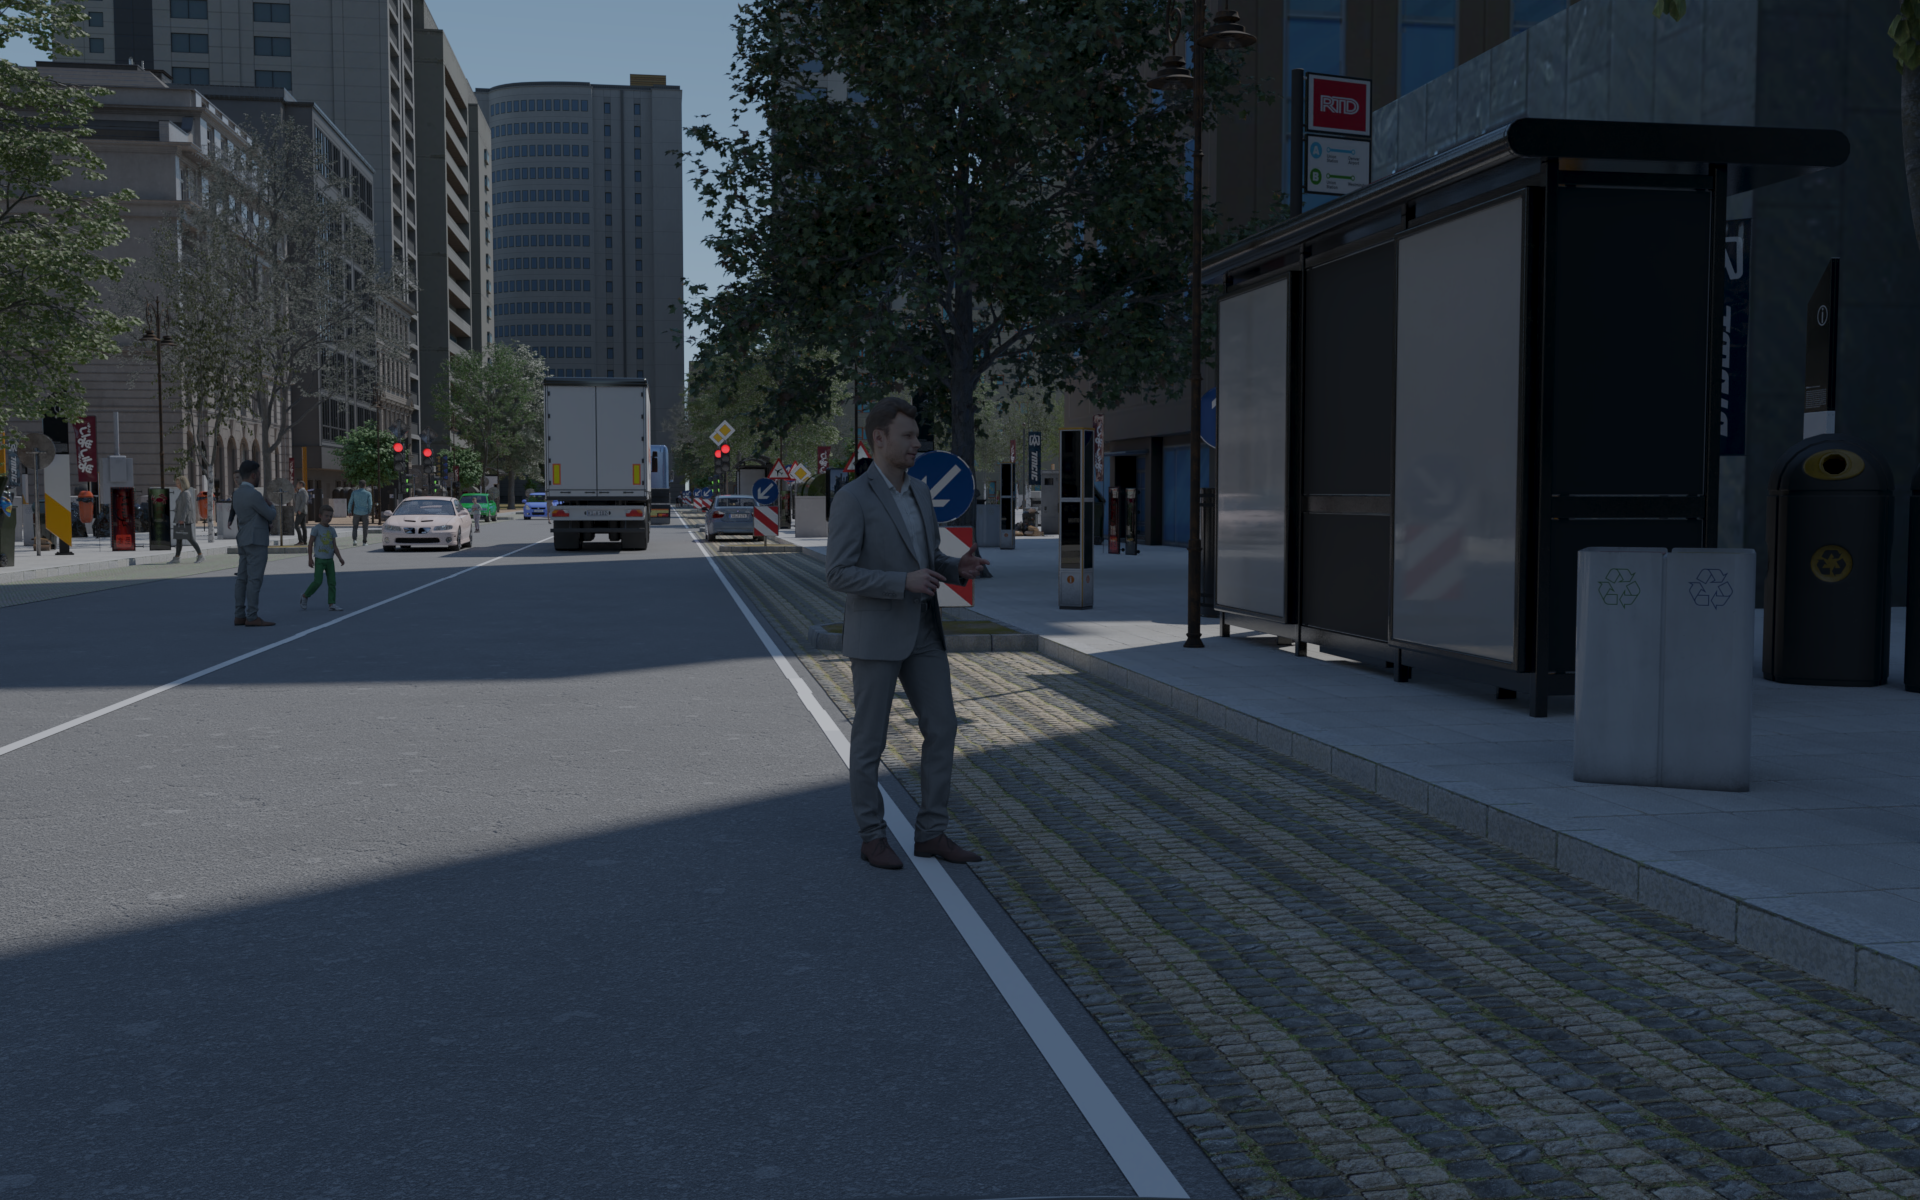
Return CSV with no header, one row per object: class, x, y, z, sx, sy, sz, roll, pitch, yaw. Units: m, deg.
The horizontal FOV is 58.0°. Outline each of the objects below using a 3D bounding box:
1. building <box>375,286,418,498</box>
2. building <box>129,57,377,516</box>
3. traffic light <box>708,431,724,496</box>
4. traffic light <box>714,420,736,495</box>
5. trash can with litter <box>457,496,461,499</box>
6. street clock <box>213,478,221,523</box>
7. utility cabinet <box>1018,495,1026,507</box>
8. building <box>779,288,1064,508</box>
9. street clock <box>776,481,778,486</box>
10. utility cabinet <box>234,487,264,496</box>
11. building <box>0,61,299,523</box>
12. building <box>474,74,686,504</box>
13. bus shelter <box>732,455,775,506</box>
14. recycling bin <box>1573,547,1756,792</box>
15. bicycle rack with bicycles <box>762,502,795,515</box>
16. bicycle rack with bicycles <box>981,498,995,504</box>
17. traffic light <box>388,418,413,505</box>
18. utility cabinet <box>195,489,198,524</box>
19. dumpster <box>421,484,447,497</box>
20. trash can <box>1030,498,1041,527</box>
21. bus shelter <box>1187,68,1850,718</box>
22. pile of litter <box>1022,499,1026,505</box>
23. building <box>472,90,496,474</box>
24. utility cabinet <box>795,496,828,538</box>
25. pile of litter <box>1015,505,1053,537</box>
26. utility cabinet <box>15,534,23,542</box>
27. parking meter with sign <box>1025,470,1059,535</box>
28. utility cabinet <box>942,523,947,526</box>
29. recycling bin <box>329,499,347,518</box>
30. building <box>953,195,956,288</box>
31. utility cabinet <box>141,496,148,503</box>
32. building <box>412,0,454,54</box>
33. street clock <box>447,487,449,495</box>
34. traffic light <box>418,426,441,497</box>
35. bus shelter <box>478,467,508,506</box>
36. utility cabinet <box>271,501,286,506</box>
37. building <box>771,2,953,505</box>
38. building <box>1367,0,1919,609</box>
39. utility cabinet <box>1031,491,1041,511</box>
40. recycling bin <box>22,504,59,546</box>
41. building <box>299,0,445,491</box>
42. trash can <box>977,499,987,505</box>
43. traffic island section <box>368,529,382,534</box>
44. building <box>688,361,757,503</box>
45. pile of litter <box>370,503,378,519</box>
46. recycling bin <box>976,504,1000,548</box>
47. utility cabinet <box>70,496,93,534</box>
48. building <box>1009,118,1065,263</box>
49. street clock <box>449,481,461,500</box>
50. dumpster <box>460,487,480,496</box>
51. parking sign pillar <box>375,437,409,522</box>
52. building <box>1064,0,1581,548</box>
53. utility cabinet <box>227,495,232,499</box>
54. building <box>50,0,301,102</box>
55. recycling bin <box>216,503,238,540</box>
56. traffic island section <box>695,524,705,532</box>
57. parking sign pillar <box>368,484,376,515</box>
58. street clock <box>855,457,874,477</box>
building,-48.179,-16.399,132.745,10.561,19.102,19.286,-1,4,-10
building,-46.440,-19.410,110.854,14.314,27.812,24.014,-1,4,-10
traffic light,-10.254,-5.170,73.458,0.839,4.253,0.868,-1,4,-10
traffic light,-8.904,-4.689,65.587,0.839,4.253,0.868,-1,4,-10
trash can with litter,-32.502,-6.216,113.024,0.624,1.170,1.055,-1,4,-21
street clock,-33.438,-4.490,77.975,0.358,2.002,0.471,-1,4,-21
utility cabinet,5.519,-8.502,150.175,1.020,1.237,0.306,0,4,6
building,-3.722,-20.285,176.705,27.650,21.520,28.899,-1,4,-10
street clock,-9.138,-5.136,88.544,0.471,2.002,0.358,-1,4,-21
utility cabinet,-23.456,-2.966,57.176,0.318,1.500,1.173,1,4,13
building,-42.476,-15.020,87.372,13.314,21.916,24.055,-1,4,-10
building,-53.375,-42.989,244.874,28.212,58.520,21.231,-1,4,-10
bus shelter,-10.769,-5.964,91.438,2.014,3.302,5.546,-1,4,-10
recycling bin,3.202,0.287,7.869,0.722,1.027,0.722,2,4,24
bicycle rack with bicycles,-8.340,-4.017,79.062,2.852,0.926,2.925,-1,4,-15
bicycle rack with bicycles,3.139,-8.375,150.312,2.852,0.926,2.925,0,4,-7
traffic light,-20.543,-4.566,63.582,0.839,4.253,0.868,-1,4,-10
utility cabinet,-33.265,-3.998,74.044,1.173,1.500,0.318,-2,4,-33
dumpster,-30.483,-5.783,100.312,1.264,1.857,1.865,-1,4,-10
trash can,3.093,-3.469,68.369,0.748,1.137,0.748,0,3,0
bus shelter,3.360,-2.231,14.107,2.179,5.291,8.768,-1,4,-10
pile of litter,5.276,-8.113,146.606,1.176,0.858,1.719,-1,4,-17
building,-65.170,-35.129,198.053,21.600,48.544,21.300,-1,4,-10
utility cabinet,-4.370,-2.453,51.265,1.020,1.237,0.306,0,4,-4
pile of litter,2.016,-2.367,52.670,1.719,0.858,1.176,3,5,45
utility cabinet,-25.807,-2.166,46.569,1.020,1.237,0.306,-2,4,-29
parking meter with sign,2.925,-3.580,54.789,1.738,3.016,0.543,1,4,16
utility cabinet,-0.371,-2.013,41.590,0.318,1.500,1.173,3,5,43
recycling bin,-33.766,-4.980,93.977,0.722,1.027,0.722,-3,5,-39
building,-2.066,-36.736,250.745,14.200,45.320,14.600,-1,4,-10
utility cabinet,-34.753,-3.862,74.301,1.020,1.237,0.306,3,4,39
building,-61.009,-33.598,173.035,21.300,48.544,21.600,-1,4,-10
street clock,-39.870,-7.990,135.214,0.358,2.002,0.471,0,4,5
traffic light,-21.893,-5.048,71.452,0.839,4.253,0.868,-1,4,-10
bus shelter,-36.004,-8.517,133.175,2.014,3.302,5.546,-1,4,-10
utility cabinet,-23.749,-2.965,59.633,1.020,1.237,0.306,0,3,0
building,-11.550,-40.439,203.169,21.231,58.520,28.212,-1,4,-10
building,20.569,-42.874,13.658,22.319,86.520,31.000,-1,4,-10
utility cabinet,5.781,-7.557,132.235,0.318,1.500,1.173,-3,5,-42
recycling bin,-22.824,-1.873,43.175,0.722,1.027,0.722,0,4,2
building,-56.627,-43.615,151.350,20.563,71.187,20.611,-1,4,-10
trash can,0.373,-2.173,47.179,0.748,1.137,0.748,0,3,0
traffic island section,-20.584,-2.534,63.710,2.009,0.180,2.903,-1,4,-10
building,-25.118,-25.037,254.398,28.899,21.520,27.650,-1,4,-10
pile of litter,-29.617,-4.582,88.880,1.176,0.858,1.719,-2,4,-30
recycling bin,0.690,-1.798,41.944,0.722,1.027,0.722,-2,4,-34
utility cabinet,-28.230,-2.695,55.226,1.020,1.237,0.306,-3,5,-43
building,14.987,-36.038,212.916,21.600,48.544,21.300,-1,4,-10
street clock,-27.821,-5.577,95.748,0.358,2.002,0.471,1,4,19
dumpster,-34.672,-7.135,122.410,1.264,1.857,1.865,-1,4,-10
parking sign pillar,-26.611,-5.689,81.485,1.447,3.967,1.447,-1,4,-20
building,11.085,-24.108,44.282,14.600,45.320,14.200,-1,4,-10
utility cabinet,-34.261,-4.347,82.228,0.306,1.237,1.020,2,4,27
building,-86.998,-46.247,194.389,20.611,71.187,20.563,-1,4,-10
recycling bin,-20.679,-2.246,49.273,0.722,1.027,0.722,-3,4,-38
traffic island section,-10.213,-3.137,73.579,2.009,0.180,2.903,-1,4,-10
parking sign pillar,-35.705,-7.129,105.035,1.447,3.967,1.447,-1,4,-12
street clock,-1.838,-1.823,34.381,0.471,2.002,0.358,0,4,4
